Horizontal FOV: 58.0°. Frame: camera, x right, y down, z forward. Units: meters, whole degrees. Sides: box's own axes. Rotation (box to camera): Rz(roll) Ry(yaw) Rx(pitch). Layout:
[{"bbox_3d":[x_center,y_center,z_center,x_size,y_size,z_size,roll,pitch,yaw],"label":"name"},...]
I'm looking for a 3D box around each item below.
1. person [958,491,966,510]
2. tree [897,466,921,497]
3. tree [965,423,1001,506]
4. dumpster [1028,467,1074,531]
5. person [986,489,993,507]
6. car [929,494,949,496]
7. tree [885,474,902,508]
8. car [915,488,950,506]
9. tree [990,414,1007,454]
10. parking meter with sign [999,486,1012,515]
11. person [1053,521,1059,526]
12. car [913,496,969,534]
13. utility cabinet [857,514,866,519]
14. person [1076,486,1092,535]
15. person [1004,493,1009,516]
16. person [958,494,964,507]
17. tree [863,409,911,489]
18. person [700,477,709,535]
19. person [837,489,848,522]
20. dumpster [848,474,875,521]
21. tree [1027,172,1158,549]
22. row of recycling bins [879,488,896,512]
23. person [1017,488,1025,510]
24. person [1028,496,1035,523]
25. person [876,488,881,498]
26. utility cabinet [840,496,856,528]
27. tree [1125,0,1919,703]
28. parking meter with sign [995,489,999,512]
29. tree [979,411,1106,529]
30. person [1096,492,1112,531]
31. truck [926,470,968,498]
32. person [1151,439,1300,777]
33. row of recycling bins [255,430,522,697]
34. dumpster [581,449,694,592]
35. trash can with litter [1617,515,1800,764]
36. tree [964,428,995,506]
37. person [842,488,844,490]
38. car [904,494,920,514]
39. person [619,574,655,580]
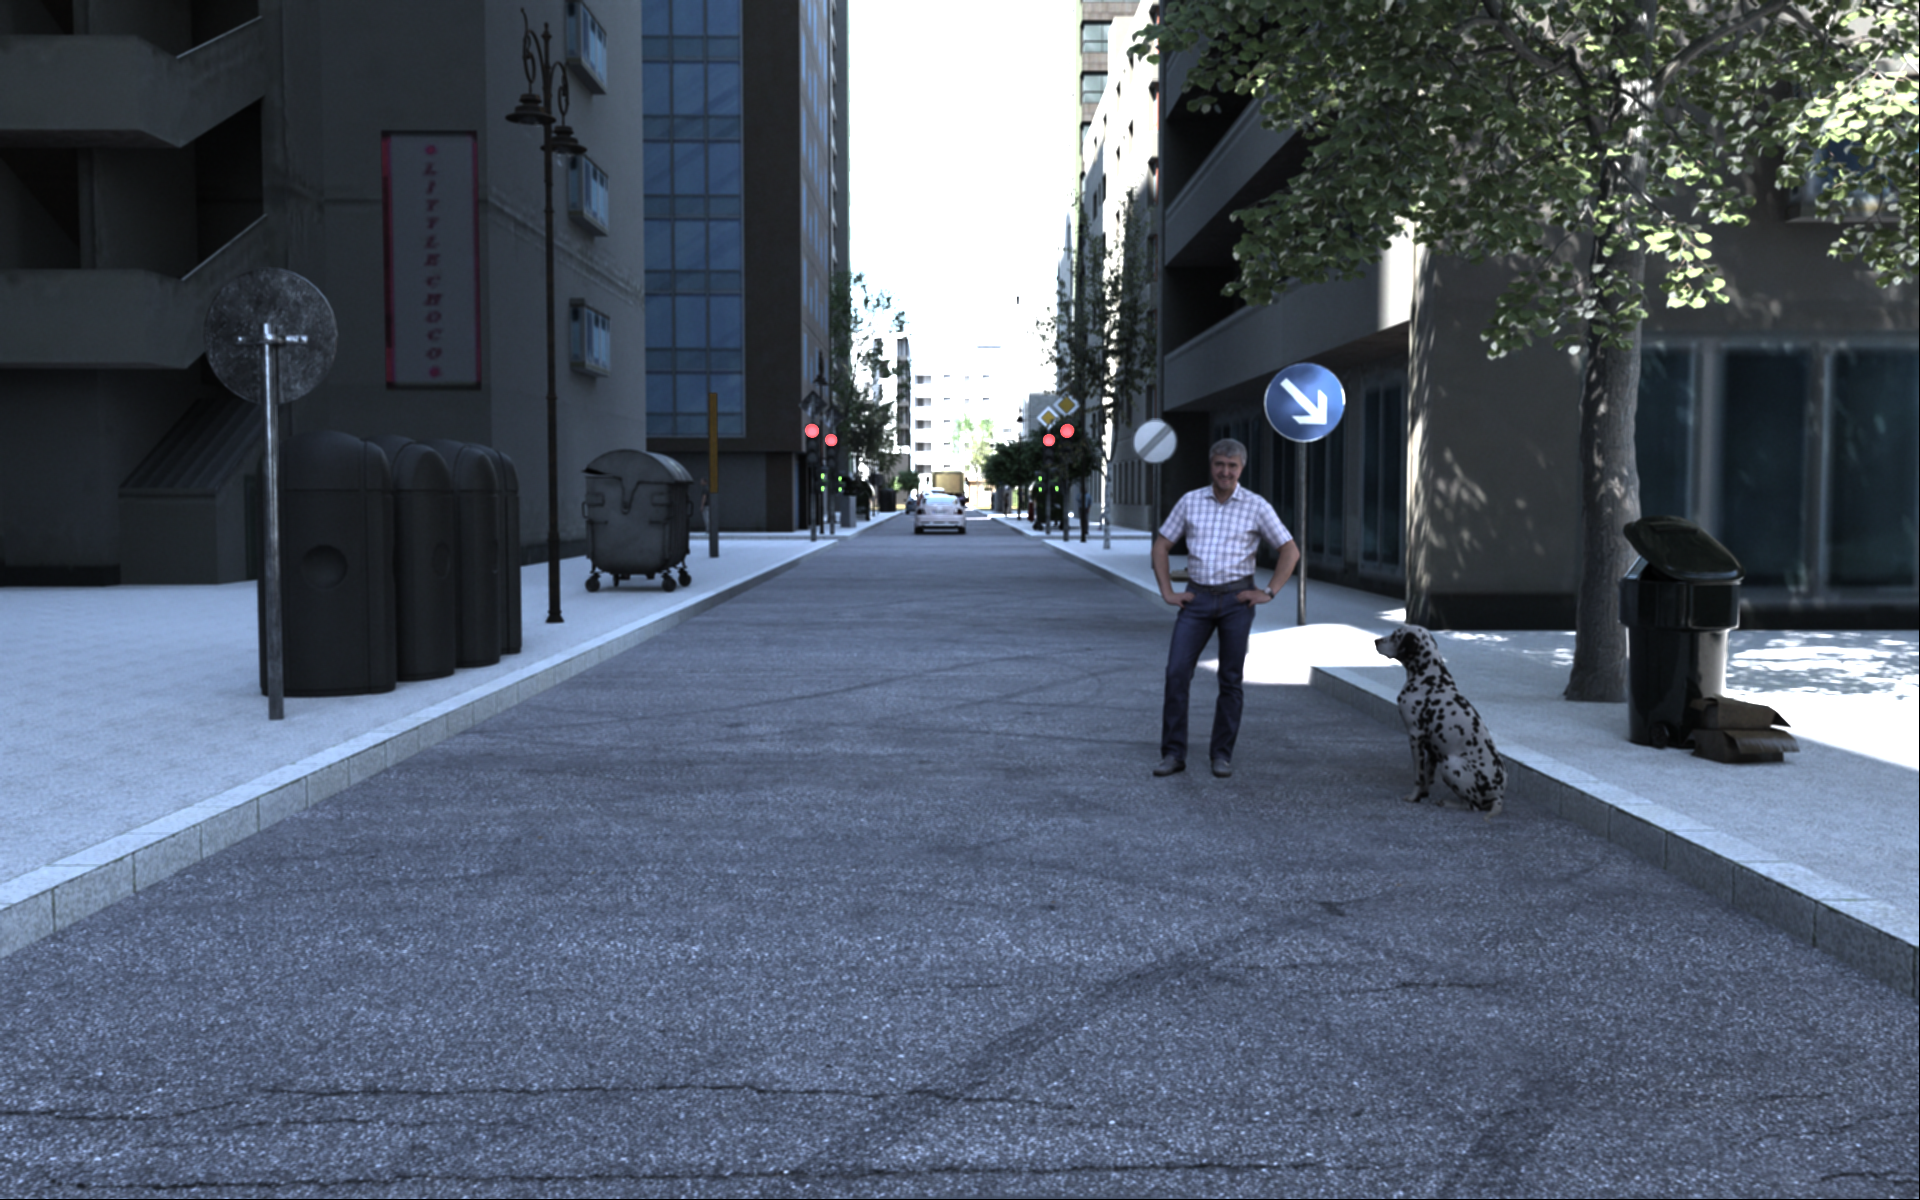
[{"bbox_3d":[0.164,-6.597,117.818,0.566,1.644,0.517,-1,4,-15],"label":"person"},{"bbox_3d":[-6.016,-13.427,203.251,4.285,4.588,4.351,0,3,0],"label":"tree"},{"bbox_3d":[2.638,-14.079,180.558,4.737,8.622,4.395,0,3,0],"label":"tree"},{"bbox_3d":[3.219,-3.597,61.303,1.502,2.255,1.985,0,4,0],"label":"dumpster"},{"bbox_3d":[3.215,-10.271,173.980,1.348,1.823,0.705,2,4,30],"label":"person"},{"bbox_3d":[-1.263,-5.647,104.331,2.014,1.417,4.499,0,4,1],"label":"car"},{"bbox_3d":[-6.231,-10.446,165.393,1.663,3.219,1.824,0,3,0],"label":"tree"},{"bbox_3d":[-1.771,-6.322,112.040,2.281,1.827,5.304,0,4,-2],"label":"car"},{"bbox_3d":[2.010,-17.246,207.731,9.928,11.665,9.643,0,3,0],"label":"tree"},{"bbox_3d":[2.947,-6.777,107.069,0.543,3.016,1.738,1,4,8],"label":"parking meter with sign"},{"bbox_3d":[3.906,-3.723,69.134,0.590,1.554,0.614,-1,4,-9],"label":"person"},{"bbox_3d":[-0.717,-3.135,63.621,2.083,1.381,4.827,0,3,0],"label":"car"},{"bbox_3d":[-4.856,-4.767,86.611,0.318,1.500,1.173,-1,4,-20],"label":"utility cabinet"},{"bbox_3d":[3.945,-2.846,54.791,0.499,1.552,0.429,2,4,31],"label":"person"},{"bbox_3d":[2.668,-5.469,99.371,0.340,1.345,0.435,-2,4,-34],"label":"person"},{"bbox_3d":[0.073,-6.125,111.873,0.421,1.427,0.697,0,4,0],"label":"person"},{"bbox_3d":[-6.018,-11.628,140.476,4.737,8.622,4.395,0,3,0],"label":"tree"},{"bbox_3d":[-7.957,-2.934,54.149,0.434,1.807,0.598,2,4,25],"label":"person"},{"bbox_3d":[-5.189,-4.337,77.670,0.376,1.734,0.841,2,4,34],"label":"person"},{"bbox_3d":[-4.882,-4.921,82.944,1.502,2.255,1.985,0,4,-1],"label":"dumpster"},{"bbox_3d":[3.447,-5.513,40.505,4.360,8.622,3.978,0,3,0],"label":"tree"},{"bbox_3d":[-5.197,-7.132,123.713,1.069,1.692,3.534,0,4,5],"label":"row of recycling bins"},{"bbox_3d":[4.839,-7.875,135.252,0.568,1.767,0.683,3,5,42],"label":"person"},{"bbox_3d":[3.301,-4.252,78.039,0.523,1.526,0.387,1,4,18],"label":"person"},{"bbox_3d":[-6.433,-8.040,138.216,0.721,1.743,1.217,-2,4,-29],"label":"person"},{"bbox_3d":[-4.290,-3.390,66.591,0.306,1.237,1.020,-2,4,-24],"label":"utility cabinet"},{"bbox_3d":[4.402,-5.660,10.664,7.486,12.596,7.792,0,3,0],"label":"tree"},{"bbox_3d":[2.730,-7.661,121.520,0.543,3.016,1.738,-1,4,-12],"label":"parking meter with sign"},{"bbox_3d":[3.726,-4.970,64.972,4.285,4.588,4.351,0,3,0],"label":"tree"},{"bbox_3d":[4.816,-3.010,58.498,0.776,1.435,0.726,0,4,-6],"label":"person"},{"bbox_3d":[-0.986,-8.760,139.151,3.469,3.379,9.791,0,4,-1],"label":"truck"},{"bbox_3d":[1.311,0.038,8.815,0.756,1.711,0.436,2,4,26],"label":"person"},{"bbox_3d":[-4.003,-0.336,12.605,1.069,1.692,3.534,0,4,3],"label":"row of recycling bins"},{"bbox_3d":[-4.324,-1.073,23.296,1.264,1.857,1.865,0,4,-1],"label":"dumpster"},{"bbox_3d":[3.774,0.168,8.648,0.624,1.170,1.055,-1,4,-13],"label":"trash can with litter"},{"bbox_3d":[2.231,-14.604,189.142,4.360,8.622,3.978,0,3,0],"label":"tree"},{"bbox_3d":[-6.631,-5.700,99.368,0.434,1.807,0.598,0,4,-2],"label":"person"},{"bbox_3d":[-3.018,-6.838,123.806,2.014,1.417,4.499,0,4,-3],"label":"car"},{"bbox_3d":[-4.892,-1.189,26.032,0.990,1.755,0.434,-2,4,-30],"label":"person"}]
